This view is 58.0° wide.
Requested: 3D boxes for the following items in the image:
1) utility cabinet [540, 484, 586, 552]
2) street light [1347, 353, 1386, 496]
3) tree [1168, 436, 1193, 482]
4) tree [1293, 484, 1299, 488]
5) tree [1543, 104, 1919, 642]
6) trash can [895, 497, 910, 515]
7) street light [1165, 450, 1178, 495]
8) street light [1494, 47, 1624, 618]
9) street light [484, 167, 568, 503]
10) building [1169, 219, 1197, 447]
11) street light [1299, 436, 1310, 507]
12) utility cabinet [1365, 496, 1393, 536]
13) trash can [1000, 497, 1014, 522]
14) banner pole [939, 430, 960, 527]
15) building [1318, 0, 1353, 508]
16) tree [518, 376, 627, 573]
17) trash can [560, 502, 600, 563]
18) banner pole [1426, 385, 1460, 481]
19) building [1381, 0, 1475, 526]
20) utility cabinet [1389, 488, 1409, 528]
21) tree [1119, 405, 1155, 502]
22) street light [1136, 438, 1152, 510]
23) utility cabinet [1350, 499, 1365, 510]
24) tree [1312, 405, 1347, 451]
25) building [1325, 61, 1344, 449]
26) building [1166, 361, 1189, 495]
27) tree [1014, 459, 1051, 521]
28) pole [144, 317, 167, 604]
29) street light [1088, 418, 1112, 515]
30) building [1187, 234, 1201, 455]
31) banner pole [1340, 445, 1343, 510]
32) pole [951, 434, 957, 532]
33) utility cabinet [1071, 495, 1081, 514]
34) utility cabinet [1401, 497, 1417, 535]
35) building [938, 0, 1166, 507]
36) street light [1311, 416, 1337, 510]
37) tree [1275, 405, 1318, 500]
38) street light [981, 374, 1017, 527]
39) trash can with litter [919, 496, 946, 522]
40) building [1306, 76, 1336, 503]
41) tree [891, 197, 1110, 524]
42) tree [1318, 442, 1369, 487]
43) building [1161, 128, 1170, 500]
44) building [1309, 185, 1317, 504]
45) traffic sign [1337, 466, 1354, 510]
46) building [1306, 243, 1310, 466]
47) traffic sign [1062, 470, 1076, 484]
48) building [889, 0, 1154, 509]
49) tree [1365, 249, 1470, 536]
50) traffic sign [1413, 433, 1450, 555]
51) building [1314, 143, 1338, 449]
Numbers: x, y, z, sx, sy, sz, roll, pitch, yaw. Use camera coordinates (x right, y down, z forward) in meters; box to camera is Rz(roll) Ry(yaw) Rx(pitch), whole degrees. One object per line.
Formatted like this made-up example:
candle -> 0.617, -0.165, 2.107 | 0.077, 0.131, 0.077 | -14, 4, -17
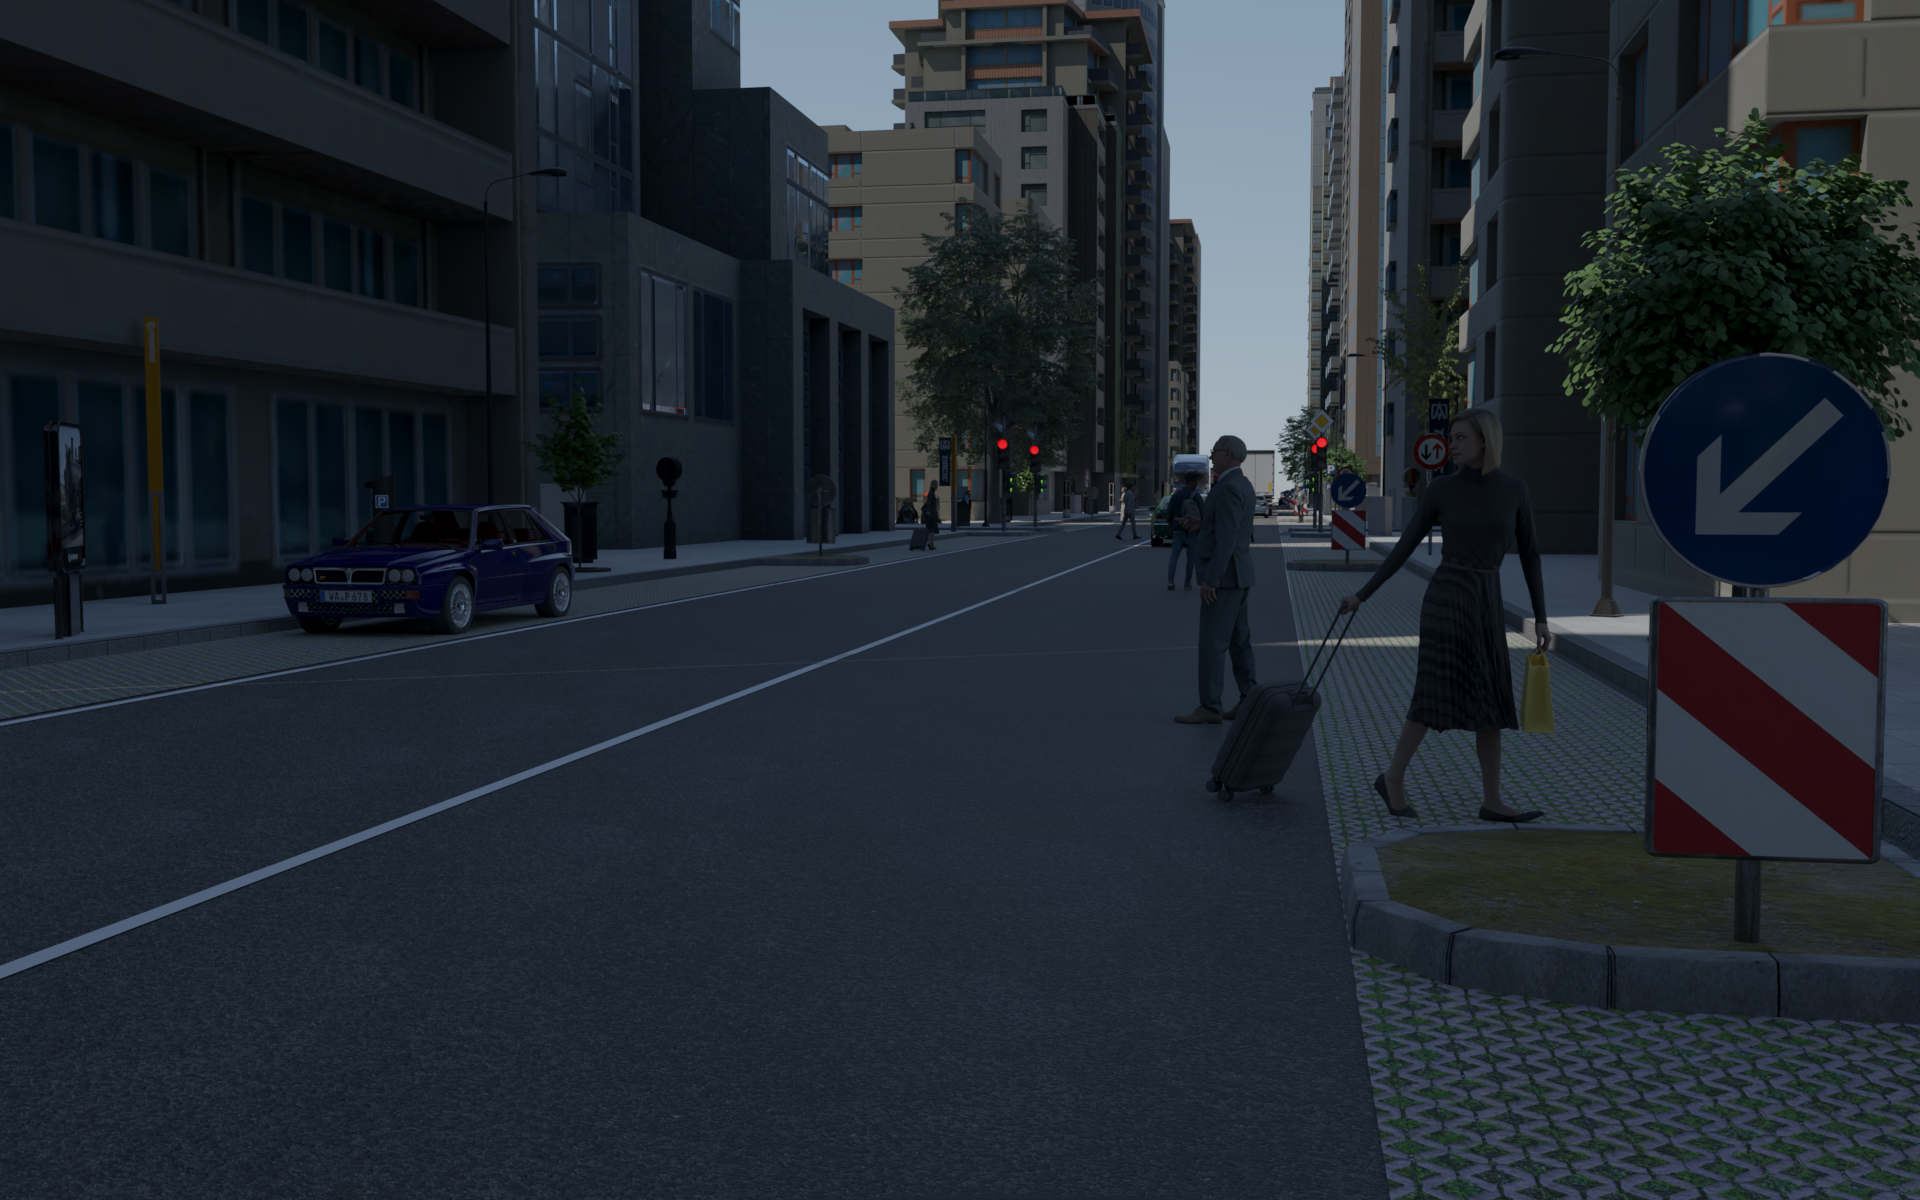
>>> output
utility cabinet -> -8.643, -1.750, 37.295 | 0.318, 1.500, 1.173 | 3, 5, 44
street light -> 13.459, -5.177, 57.191 | 1.470, 5.913, 1.316 | 1, 4, 10
tree -> 27.728, -16.359, 217.839 | 4.360, 8.622, 3.978 | 0, 3, 0
tree -> 56.397, -18.053, 289.772 | 1.663, 3.219, 1.824 | 0, 3, 0
tree -> 6.656, -1.892, 14.642 | 4.285, 4.588, 4.351 | 0, 3, 0
trash can -> -2.608, -4.101, 78.706 | 0.748, 1.137, 0.748 | 0, 3, 0
street light -> 22.170, -12.804, 181.882 | 1.470, 5.913, 1.316 | 1, 4, 10
street light -> 6.248, -2.785, 18.080 | 1.470, 5.913, 1.316 | 1, 4, 10
street light -> -6.266, -3.201, 24.873 | 1.470, 5.913, 1.316 | 1, 4, 10
building -> 25.203, -37.570, 268.893 | 22.147, 44.769, 28.867 | 1, 4, 10
street light -> 28.175, -10.183, 139.028 | 1.470, 5.913, 1.316 | 1, 4, 10
utility cabinet -> 12.959, -2.585, 53.427 | 0.306, 1.237, 1.020 | -1, 4, -17
trash can -> 2.085, -4.116, 78.947 | 0.748, 1.137, 0.748 | 0, 3, 0
banner pole -> -0.425, -4.726, 67.289 | 0.863, 3.779, 0.401 | 1, 4, 12
building -> 42.849, -43.831, 154.893 | 20.563, 71.187, 20.611 | 1, 4, 10
tree -> -6.225, -2.075, 28.521 | 1.663, 3.219, 1.824 | 0, 3, 0
trash can -> -7.077, -1.264, 32.319 | 0.748, 1.137, 0.748 | 0, 3, 0
banner pole -> 11.196, -3.053, 39.934 | 0.863, 3.779, 0.401 | 0, 4, 2
building -> 29.718, -27.632, 75.483 | 21.600, 48.544, 21.300 | 1, 4, 10
utility cabinet -> 16.435, -3.440, 64.921 | 0.318, 1.500, 1.173 | 3, 4, 38
tree -> 13.239, -11.531, 138.898 | 4.737, 8.622, 4.395 | 0, 3, 0
street light -> 15.308, -10.464, 143.633 | 1.470, 5.913, 1.316 | 1, 4, 10
utility cabinet -> 18.788, -4.297, 81.410 | 1.020, 1.237, 0.306 | -3, 4, -37
tree -> 31.260, -11.883, 144.655 | 4.360, 8.622, 3.978 | 0, 3, 0
building -> 49.790, -34.288, 180.216 | 23.786, 49.044, 30.456 | 1, 4, 10
building -> 17.243, -24.263, 241.742 | 27.650, 21.520, 28.899 | 1, 4, 10
tree -> 3.213, -5.340, 81.918 | 1.663, 3.219, 1.824 | 0, 3, 0
pole -> -9.349, -1.607, 20.118 | 0.158, 3.312, 0.155 | 0, 3, 0
street light -> 8.573, -8.164, 106.020 | 1.470, 5.913, 1.316 | 1, 4, 10
building -> 32.887, -39.096, 289.332 | 14.600, 45.320, 14.200 | 1, 4, 10
banner pole -> 19.613, -6.060, 89.100 | 0.401, 3.779, 0.863 | 1, 4, 13
pole -> -0.208, -3.974, 58.813 | 0.158, 3.312, 0.155 | 0, 3, 0
utility cabinet -> 7.640, -6.308, 114.299 | 0.306, 1.237, 1.020 | 2, 4, 31
utility cabinet -> 11.390, -2.001, 43.876 | 0.306, 1.237, 1.020 | 1, 4, 20
building -> 10.269, -39.331, 185.059 | 21.231, 58.520, 28.212 | 1, 4, 10
street light -> 21.327, -7.843, 100.777 | 1.470, 5.913, 1.316 | 1, 4, 10
tree -> 43.912, -18.480, 220.280 | 7.486, 12.596, 7.792 | 0, 3, 0
street light -> 1.530, -5.798, 67.342 | 1.470, 5.913, 1.316 | 1, 4, 10
trash can with litter -> -1.463, -4.293, 81.255 | 1.678, 1.210, 2.233 | 3, 4, 37
building -> 61.025, -43.294, 249.849 | 21.231, 58.520, 28.212 | 1, 4, 10
tree -> 1.608, -10.317, 75.334 | 9.857, 13.997, 8.962 | 0, 3, 0
tree -> 23.531, -7.556, 107.257 | 4.285, 4.588, 4.351 | 0, 3, 0
building -> 17.466, -33.979, 205.674 | 14.600, 45.320, 14.200 | 1, 4, 10
building -> 53.671, -33.435, 230.251 | 14.154, 41.232, 14.086 | 1, 4, 10
traffic sign -> 17.610, -4.831, 79.092 | 0.768, 2.556, 0.104 | 1, 4, 12
building -> 67.095, -38.142, 278.238 | 22.147, 44.769, 28.867 | 1, 4, 10
traffic sign -> 5.802, -5.665, 92.733 | 0.768, 2.556, 0.104 | 1, 4, 20
building -> 5.839, -30.736, 157.163 | 22.147, 44.769, 28.867 | 1, 4, 10
tree -> 14.613, -6.272, 52.905 | 4.737, 8.622, 4.395 | 0, 3, 0
traffic sign -> 9.881, -2.216, 36.337 | 0.768, 2.556, 0.104 | 1, 4, 12
building -> 49.517, -31.804, 203.596 | 14.154, 41.232, 14.086 | 1, 4, 10
